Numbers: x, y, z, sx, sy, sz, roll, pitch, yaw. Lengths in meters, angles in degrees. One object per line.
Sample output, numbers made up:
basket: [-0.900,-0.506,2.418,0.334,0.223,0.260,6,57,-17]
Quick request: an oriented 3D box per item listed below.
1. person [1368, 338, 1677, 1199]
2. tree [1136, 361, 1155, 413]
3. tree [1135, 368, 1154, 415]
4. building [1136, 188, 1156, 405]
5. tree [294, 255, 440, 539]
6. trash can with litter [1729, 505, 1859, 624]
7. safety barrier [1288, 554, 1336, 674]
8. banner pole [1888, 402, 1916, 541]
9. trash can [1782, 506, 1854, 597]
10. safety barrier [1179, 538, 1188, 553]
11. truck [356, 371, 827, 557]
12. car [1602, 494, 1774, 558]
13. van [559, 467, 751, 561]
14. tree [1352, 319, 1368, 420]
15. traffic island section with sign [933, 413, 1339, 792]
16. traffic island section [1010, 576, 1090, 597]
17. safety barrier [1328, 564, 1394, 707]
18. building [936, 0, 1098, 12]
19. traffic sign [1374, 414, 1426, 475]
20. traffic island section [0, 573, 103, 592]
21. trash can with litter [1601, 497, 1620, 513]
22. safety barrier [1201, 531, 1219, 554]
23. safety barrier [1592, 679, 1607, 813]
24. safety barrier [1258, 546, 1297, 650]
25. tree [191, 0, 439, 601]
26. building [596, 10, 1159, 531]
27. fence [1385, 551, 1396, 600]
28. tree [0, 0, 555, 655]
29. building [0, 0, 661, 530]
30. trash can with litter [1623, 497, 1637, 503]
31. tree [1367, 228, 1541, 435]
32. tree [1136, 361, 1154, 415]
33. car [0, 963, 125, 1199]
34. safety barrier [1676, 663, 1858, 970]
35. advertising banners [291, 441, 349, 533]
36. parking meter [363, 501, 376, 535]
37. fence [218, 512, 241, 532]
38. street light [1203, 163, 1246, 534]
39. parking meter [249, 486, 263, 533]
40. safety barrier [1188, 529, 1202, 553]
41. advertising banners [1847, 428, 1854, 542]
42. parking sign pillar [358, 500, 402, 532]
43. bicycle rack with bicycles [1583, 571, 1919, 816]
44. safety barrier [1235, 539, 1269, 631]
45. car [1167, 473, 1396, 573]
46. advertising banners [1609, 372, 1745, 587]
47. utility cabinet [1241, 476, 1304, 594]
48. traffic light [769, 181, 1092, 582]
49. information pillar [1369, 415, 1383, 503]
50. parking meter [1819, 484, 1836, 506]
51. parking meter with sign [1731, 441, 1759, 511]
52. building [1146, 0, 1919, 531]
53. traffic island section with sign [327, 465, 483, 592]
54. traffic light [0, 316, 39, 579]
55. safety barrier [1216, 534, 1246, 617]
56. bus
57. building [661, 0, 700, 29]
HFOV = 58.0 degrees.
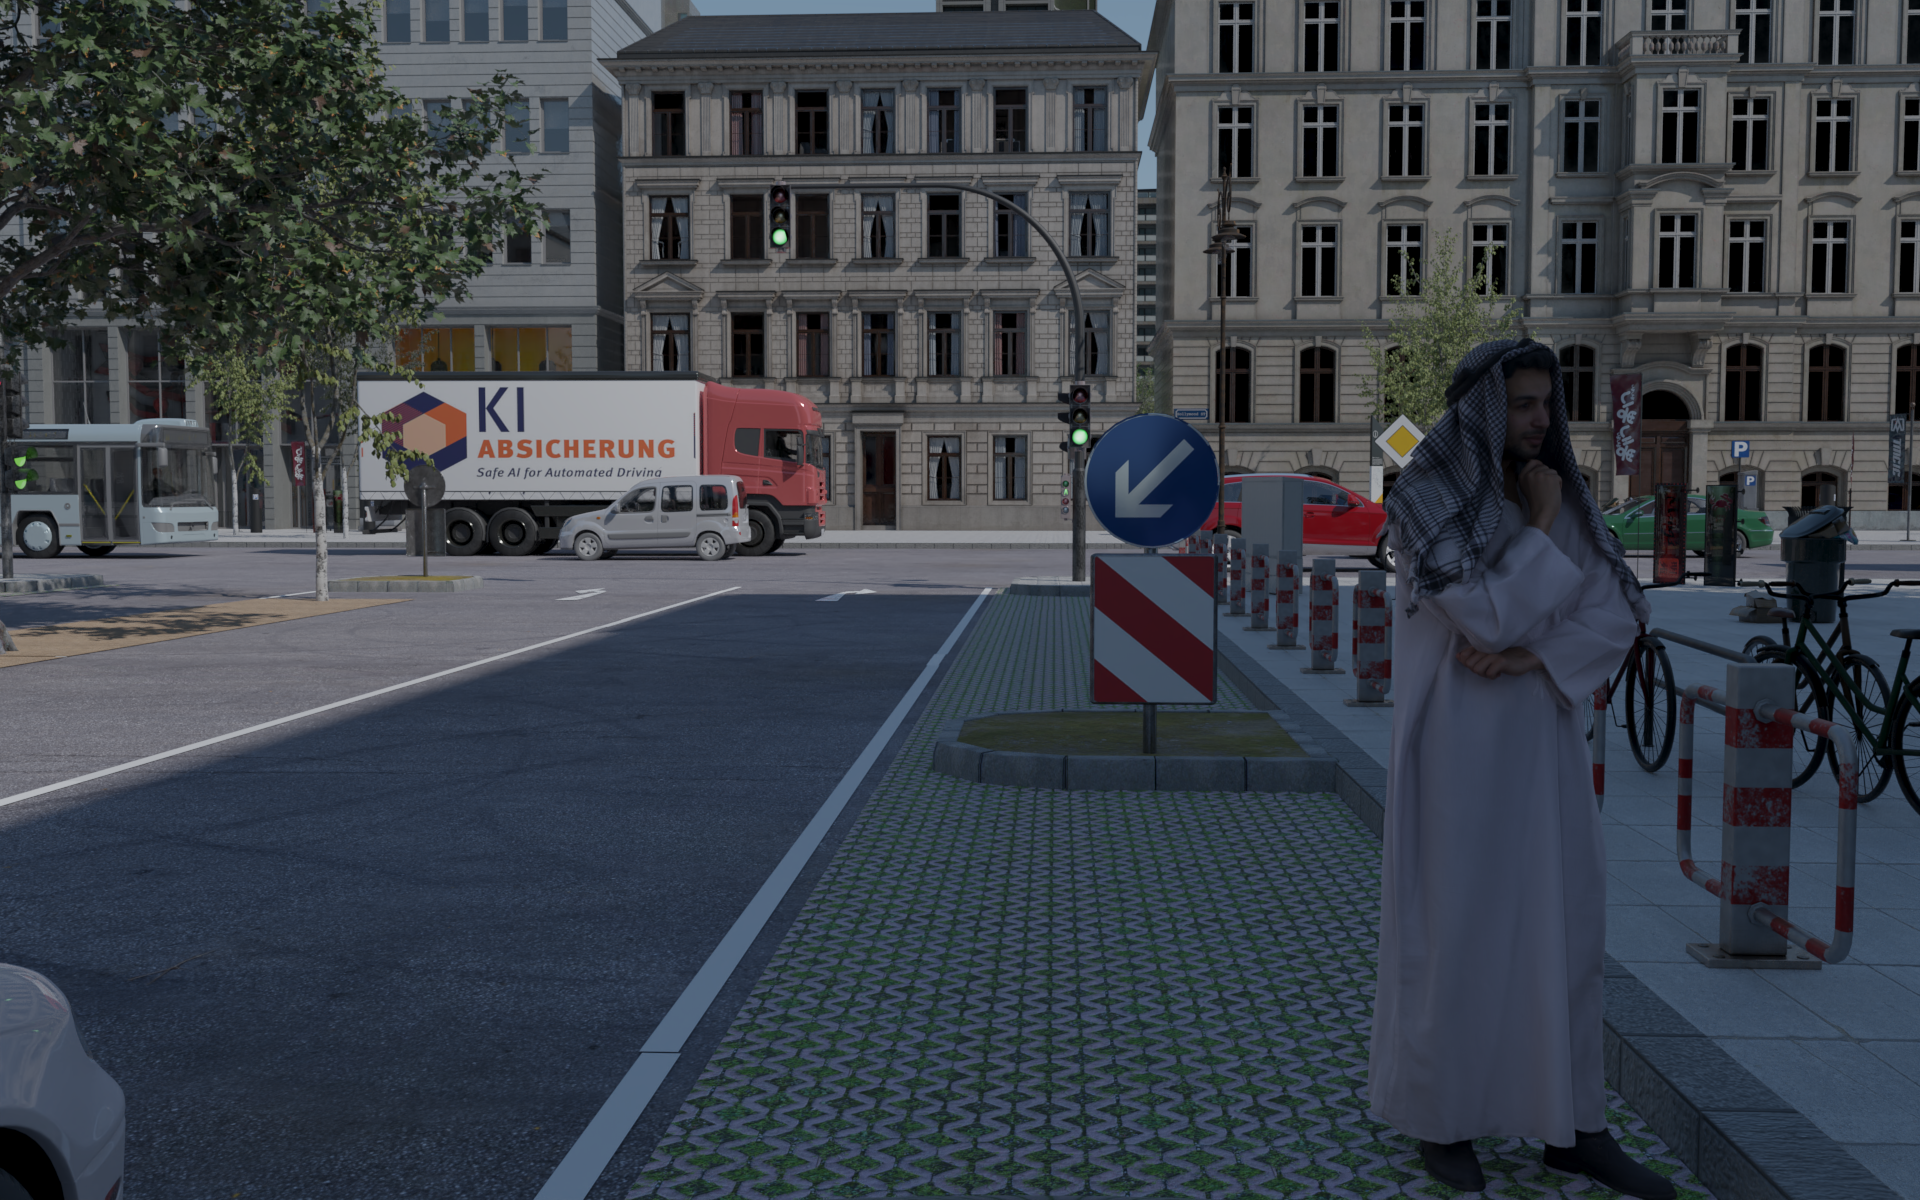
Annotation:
person: [1.118,0.342,3.569,0.551,1.740,0.621,-3,5,-40]
tree: [10.780,-12.293,126.738,9.928,11.665,9.643,0,3,0]
tree: [10.557,-9.146,99.896,4.737,8.622,4.395,0,3,0]
building: [25.286,-33.126,225.211,14.086,41.232,14.154,0,4,3]
tree: [-17.381,-6.060,49.441,4.360,8.622,3.978,0,3,0]
trash can with litter: [8.294,-0.358,17.239,1.055,1.170,0.624,0,4,-7]
safety barrier: [2.602,0.114,12.406,0.300,0.817,1.120,0,4,3]
banner pole: [25.863,-3.519,47.550,0.401,3.779,0.863,-2,4,-31]
trash can: [9.901,-0.512,20.031,0.748,1.137,0.748,0,3,0]
safety barrier: [3.239,-0.592,23.952,0.300,0.817,1.120,0,4,3]
truck: [-8.170,-3.168,40.717,11.283,4.237,2.839,0,4,2]
car: [15.857,-1.692,39.468,4.920,1.459,2.131,0,4,5]
van: [-6.665,-1.886,37.840,4.112,2.044,2.013,0,4,2]
tree: [15.084,-6.497,56.594,4.737,8.622,4.395,0,3,0]
traffic island section with sign: [0.877,-0.039,9.259,1.989,1.847,2.006,0,4,3]
traffic island section: [1.762,-0.195,25.467,2.009,0.180,2.903,0,4,3]
safety barrier: [2.492,0.231,10.493,0.300,0.817,1.120,0,4,3]
building: [7.668,-48.311,228.135,20.611,71.187,20.563,0,4,3]
traffic sign: [6.359,-1.454,24.951,0.795,2.450,0.064,1,4,10]
traffic island section: [-14.505,-0.250,26.364,2.009,0.180,2.903,0,4,3]
trash can with litter: [29.459,-4.116,78.677,0.624,1.170,1.055,0,4,5]
safety barrier: [3.023,-0.357,20.107,0.300,0.817,1.120,0,4,3]
safety barrier: [2.285,0.466,6.648,0.300,0.817,1.120,0,4,3]
safety barrier: [2.707,-0.004,14.337,0.300,0.817,1.120,0,4,3]
tree: [-8.475,-4.267,22.586,4.737,8.622,4.395,0,3,0]
building: [-2.601,-12.242,64.783,19.286,19.102,10.561,0,4,3]
fence: [5.486,-0.178,18.286,2.069,0.683,0.278,0,4,3]
tree: [-8.924,-5.856,15.215,9.611,12.733,9.660,0,3,0]
building: [-27.341,-17.714,67.113,29.804,29.767,11.434,0,4,3]
trash can with litter: [17.941,-2.185,46.786,1.678,1.210,2.233,-1,4,-23]
tree: [13.762,-5.943,47.532,4.737,8.622,4.395,0,3,0]
tree: [9.127,-8.458,88.659,4.360,8.622,3.978,0,3,0]
car: [-2.181,0.718,0.621,2.083,1.381,4.827,0,4,2]
safety barrier: [2.178,0.584,4.735,0.300,0.817,1.120,0,4,3]
advertising banners: [-21.060,-3.717,56.958,2.074,3.025,0.090,1,4,14]
parking meter: [-18.737,-2.845,54.920,0.372,1.533,0.369,0,3,0]
fence: [-25.660,-2.699,59.499,2.069,0.683,0.278,1,4,11]
street light: [3.738,-3.173,24.664,0.468,5.910,1.993,0,4,3]
parking meter: [-23.249,-2.983,57.191,0.372,1.533,0.369,0,3,0]
safety barrier: [3.128,-0.474,22.020,0.300,0.817,1.120,0,4,3]
advertising banners: [24.128,-3.102,46.908,0.090,3.025,2.074,2,4,26]
parking sign pillar: [-20.000,-4.352,59.627,1.447,3.967,1.447,1,4,11]
bicycle rack with bicycles: [4.088,0.351,7.648,2.852,0.926,2.925,1,4,10]
safety barrier: [2.814,-0.121,16.251,0.300,0.817,1.120,0,4,3]
car: [6.460,-1.455,32.463,5.304,1.827,2.281,0,4,5]
advertising banners: [10.125,-1.737,24.580,0.090,3.025,2.074,-3,4,-37]
utility cabinet: [4.032,-0.836,22.352,0.318,1.500,1.173,-1,4,-16]
traffic light: [-0.371,-3.098,25.328,4.771,5.953,1.251,0,4,3]
information pillar: [12.369,-3.680,51.520,0.504,3.616,0.183,-2,4,-33]
parking meter: [22.961,-2.291,45.866,0.372,1.533,0.369,0,3,0]
parking meter with sign: [25.393,-3.649,55.915,0.543,3.016,1.738,1,4,9]
building: [24.700,-15.063,65.368,34.723,24.649,14.460,0,4,3]
traffic island section with sign: [-8.333,-1.108,26.259,2.006,1.907,1.989,0,4,3]
traffic light: [-14.465,-2.282,26.227,0.839,4.253,0.868,0,4,3]
safety barrier: [2.917,-0.239,18.181,0.300,0.817,1.120,0,4,3]
bus: [-23.046,-2.732,39.521,13.247,3.499,2.948,0,4,4]
building: [-38.594,-33.071,160.323,30.456,49.044,23.786,0,4,3]
